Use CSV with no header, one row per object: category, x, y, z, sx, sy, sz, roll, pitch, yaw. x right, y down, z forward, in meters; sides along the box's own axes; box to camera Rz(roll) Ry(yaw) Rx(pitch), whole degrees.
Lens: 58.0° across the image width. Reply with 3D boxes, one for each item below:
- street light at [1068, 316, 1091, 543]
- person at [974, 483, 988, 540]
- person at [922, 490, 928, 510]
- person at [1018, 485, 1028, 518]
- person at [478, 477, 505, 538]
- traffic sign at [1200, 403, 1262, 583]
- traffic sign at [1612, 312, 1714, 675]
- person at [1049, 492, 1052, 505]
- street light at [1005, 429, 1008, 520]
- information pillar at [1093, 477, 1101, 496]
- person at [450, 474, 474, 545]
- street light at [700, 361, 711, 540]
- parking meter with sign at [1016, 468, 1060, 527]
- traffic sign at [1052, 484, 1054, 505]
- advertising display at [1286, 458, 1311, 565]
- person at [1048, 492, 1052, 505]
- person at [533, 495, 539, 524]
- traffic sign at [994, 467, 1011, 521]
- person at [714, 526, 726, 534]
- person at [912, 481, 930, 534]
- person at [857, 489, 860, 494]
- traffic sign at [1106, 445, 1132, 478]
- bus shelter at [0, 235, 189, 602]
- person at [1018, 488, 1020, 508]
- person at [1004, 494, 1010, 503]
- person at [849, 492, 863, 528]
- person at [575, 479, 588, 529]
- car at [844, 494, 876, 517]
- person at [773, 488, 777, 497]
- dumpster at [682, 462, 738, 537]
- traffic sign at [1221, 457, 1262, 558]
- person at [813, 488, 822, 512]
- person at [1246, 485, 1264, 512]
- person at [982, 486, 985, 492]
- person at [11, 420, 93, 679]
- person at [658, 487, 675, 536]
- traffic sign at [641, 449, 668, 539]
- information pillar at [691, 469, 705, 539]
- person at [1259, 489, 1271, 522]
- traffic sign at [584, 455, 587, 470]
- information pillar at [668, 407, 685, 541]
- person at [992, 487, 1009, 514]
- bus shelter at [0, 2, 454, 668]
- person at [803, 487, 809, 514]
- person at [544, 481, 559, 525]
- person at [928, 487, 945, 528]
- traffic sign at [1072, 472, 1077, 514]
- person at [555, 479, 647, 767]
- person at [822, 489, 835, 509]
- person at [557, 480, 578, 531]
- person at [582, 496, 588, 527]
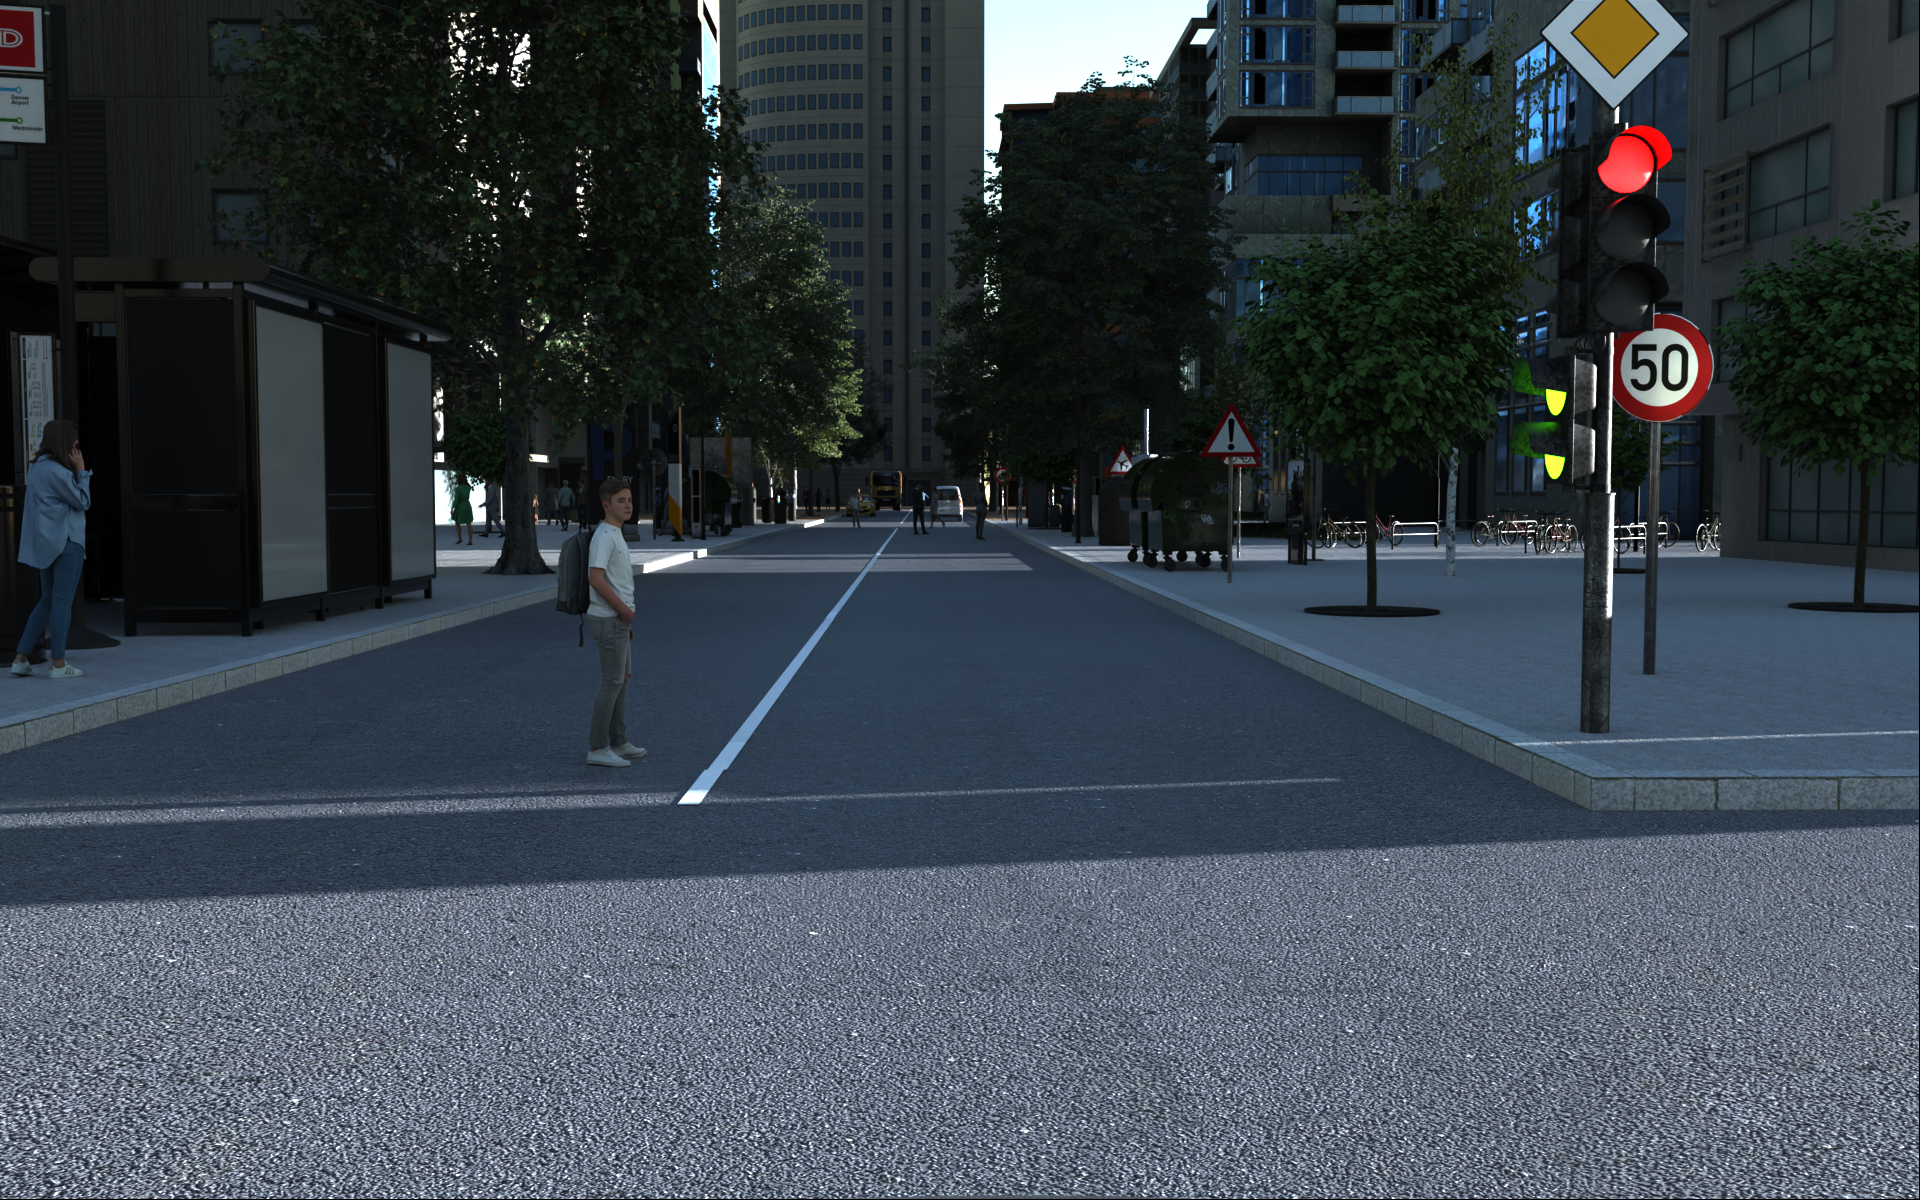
street light,3.086,-4.419,45.032,0.468,5.910,1.993,0,4,-1
person,0.700,-2.798,54.529,0.520,1.790,0.573,2,4,28
person,-3.326,-8.874,153.574,1.348,1.826,0.705,-1,4,-18
person,3.697,-5.321,92.976,1.348,1.831,0.705,2,4,25
person,-13.794,-2.736,51.057,0.850,1.792,0.678,-1,4,-11
traffic sign,3.886,-1.522,24.883,0.884,2.594,0.081,0,4,2
traffic sign,4.908,-0.743,12.258,0.768,2.556,0.104,0,4,0
person,6.937,-7.440,130.915,0.599,1.433,0.991,1,4,21
street light,2.262,-6.803,84.022,0.468,5.910,1.993,0,4,-1
information pillar,5.880,-4.277,74.419,0.304,2.012,0.304,-1,4,-12
person,-12.473,-2.275,43.486,0.529,1.795,0.600,2,4,33
street light,-7.185,-4.620,48.319,0.468,5.910,1.993,0,4,-1
parking meter with sign,2.995,-4.316,66.821,1.738,3.016,0.543,1,4,18
traffic sign,4.104,-4.676,76.558,0.768,2.556,0.104,0,4,6
advertising display,6.162,-1.613,31.583,0.123,1.923,0.974,-1,4,-9
person,7.595,-8.833,151.020,0.990,1.755,0.434,0,4,4
person,-18.240,-3.879,74.132,0.373,1.253,0.362,1,4,11
traffic sign,2.009,-5.011,82.036,0.768,2.556,0.104,0,4,2
person,-7.637,-2.997,55.311,0.678,1.792,0.850,0,4,4
person,-1.445,-3.314,62.044,0.474,1.900,0.648,-3,5,-41
person,-9.361,-9.424,160.673,0.434,1.755,0.990,-1,4,-21
traffic sign,4.342,-2.830,46.271,0.884,2.594,0.081,0,4,2
bus shelter,-9.595,-1.605,17.520,1.731,3.624,6.357,0,4,-1
person,5.399,-9.518,161.536,0.599,1.838,0.709,0,4,1
person,3.705,-8.052,140.929,0.697,1.427,0.421,0,4,0
person,-4.344,-3.747,72.362,0.523,1.515,0.503,2,4,30
person,-13.954,-3.542,63.866,0.656,1.842,0.836,-1,4,-17
car,-6.267,-6.079,109.614,2.015,1.641,3.980,0,4,0
person,-12.799,-6.922,119.775,0.434,1.755,0.990,0,4,4
dumpster,-7.634,-3.079,52.840,1.502,2.255,1.985,0,4,-1
traffic sign,5.570,-2.115,34.589,0.884,2.594,0.081,0,4,3
person,-10.466,-7.361,127.118,0.721,1.735,1.217,2,4,32
person,14.860,-4.890,86.714,1.217,1.735,0.721,-1,4,-23
person,1.528,-6.682,115.295,0.705,1.824,1.348,0,4,-7
person,-6.331,-0.351,12.053,0.793,1.790,0.793,0,4,7
person,-8.865,-2.840,52.748,0.573,1.790,0.520,3,4,36
traffic sign,-8.628,-2.983,48.871,0.768,2.556,0.104,0,4,2
information pillar,-7.545,-2.776,49.885,0.304,2.012,0.304,1,4,16
person,13.041,-3.988,73.840,0.503,1.515,0.523,3,5,44
traffic sign,-10.348,-3.018,49.448,0.768,2.556,0.104,0,4,4
information pillar,-7.727,-3.405,47.024,0.504,3.616,0.183,3,5,42
person,2.601,-6.310,109.726,1.217,1.766,0.721,2,4,33
bus shelter,-7.211,-2.400,16.868,2.179,5.291,8.768,0,4,-1
person,-9.863,-6.412,111.335,0.683,1.767,0.568,2,4,24
person,-16.946,-4.027,71.992,0.694,1.812,0.767,-2,4,-31
person,-1.005,-3.863,72.412,0.760,1.731,0.466,-2,4,-24
traffic sign,5.342,-4.976,81.459,0.768,2.556,0.104,0,4,0
person,-1.845,0.117,9.178,0.523,1.515,0.503,-2,4,-35
person,-11.178,-8.551,146.647,1.217,1.735,0.721,0,4,3
person,-13.679,-3.296,60.412,0.515,1.767,0.782,3,5,41
person,-14.152,-3.671,66.335,0.850,1.792,0.678,-2,4,-29
